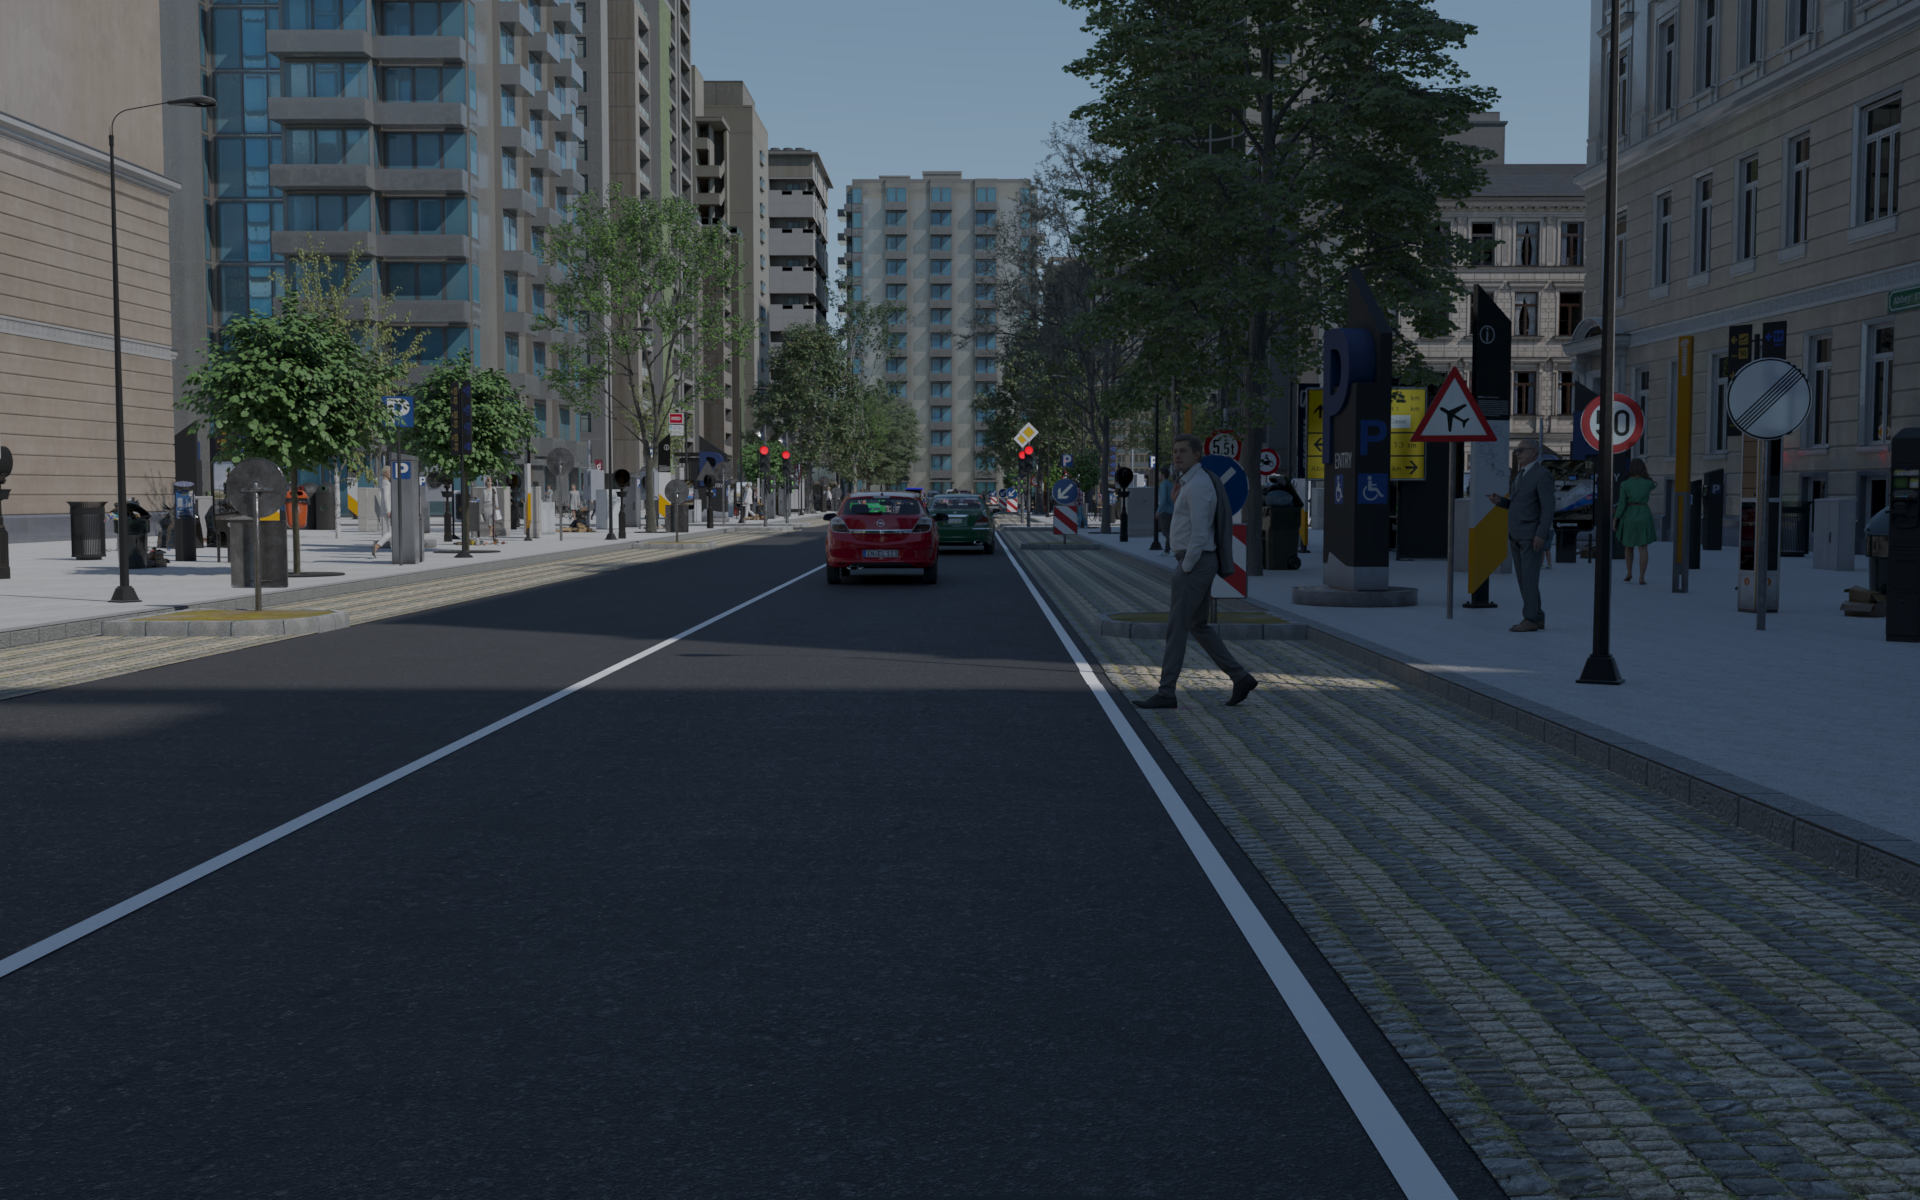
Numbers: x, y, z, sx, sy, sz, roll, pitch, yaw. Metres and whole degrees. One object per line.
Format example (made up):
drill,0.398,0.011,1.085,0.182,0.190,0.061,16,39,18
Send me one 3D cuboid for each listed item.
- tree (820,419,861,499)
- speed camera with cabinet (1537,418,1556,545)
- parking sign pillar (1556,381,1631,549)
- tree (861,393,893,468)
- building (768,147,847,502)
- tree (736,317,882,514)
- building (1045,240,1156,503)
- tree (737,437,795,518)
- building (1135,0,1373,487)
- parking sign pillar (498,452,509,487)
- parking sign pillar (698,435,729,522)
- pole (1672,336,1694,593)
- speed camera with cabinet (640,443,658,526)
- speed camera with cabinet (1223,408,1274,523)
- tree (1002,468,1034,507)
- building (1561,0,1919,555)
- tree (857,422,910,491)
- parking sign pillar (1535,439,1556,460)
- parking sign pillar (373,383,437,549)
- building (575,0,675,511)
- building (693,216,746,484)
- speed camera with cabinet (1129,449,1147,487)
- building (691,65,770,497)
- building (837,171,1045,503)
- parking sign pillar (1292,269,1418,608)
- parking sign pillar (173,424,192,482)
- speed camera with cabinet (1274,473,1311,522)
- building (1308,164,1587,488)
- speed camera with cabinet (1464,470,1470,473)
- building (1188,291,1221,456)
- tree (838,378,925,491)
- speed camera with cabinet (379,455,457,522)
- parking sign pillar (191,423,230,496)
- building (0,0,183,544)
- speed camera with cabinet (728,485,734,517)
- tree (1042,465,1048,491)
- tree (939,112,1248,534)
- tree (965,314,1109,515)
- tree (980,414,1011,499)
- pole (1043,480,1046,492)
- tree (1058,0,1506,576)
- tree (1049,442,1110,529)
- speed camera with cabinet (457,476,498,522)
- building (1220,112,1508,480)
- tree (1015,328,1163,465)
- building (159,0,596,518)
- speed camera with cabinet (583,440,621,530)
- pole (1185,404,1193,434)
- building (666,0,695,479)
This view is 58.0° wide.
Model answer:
tree,-9.892,-11.482,138.086,4.360,8.622,3.978,0,3,0
speed camera with cabinet,15.066,-3.064,44.432,0.660,3.252,2.038,1,4,20
parking sign pillar,15.074,-3.200,40.786,1.447,3.967,1.447,3,4,37
tree,-9.987,-14.634,165.024,9.928,11.665,9.643,0,3,0
building,-31.663,-41.152,262.077,27.495,52.752,28.713,0,4,0
tree,-9.864,-11.935,112.146,9.611,12.733,9.660,0,3,0
building,24.547,-35.002,264.161,23.993,40.220,32.217,0,4,0
tree,-10.600,-6.800,94.890,4.285,4.588,4.351,0,3,0
building,29.238,-45.135,176.207,20.563,71.187,20.611,0,4,0
parking sign pillar,-20.431,-5.440,77.423,1.447,3.967,1.447,-1,4,-17
parking sign pillar,-11.311,-5.558,79.341,1.447,3.967,1.447,0,4,4
pole,9.370,-1.749,22.437,0.158,3.312,0.155,0,3,0
speed camera with cabinet,-12.674,-4.491,67.762,2.038,3.252,0.660,2,4,23
speed camera with cabinet,6.430,-2.760,39.463,0.660,3.252,2.038,-1,4,-9
tree,6.222,-13.034,196.823,4.285,4.588,4.351,0,3,0
building,25.068,-15.701,42.608,13.634,28.700,20.117,0,4,0
tree,-9.410,-16.909,210.878,7.601,10.594,8.767,0,4,-3
parking sign pillar,28.714,-5.877,84.556,1.447,3.967,1.447,2,4,27
parking sign pillar,-13.278,-3.232,41.316,1.447,3.967,1.447,0,4,-2
building,-30.789,-27.695,136.401,14.154,41.232,14.086,0,4,0
building,-30.173,-24.945,179.553,14.160,30.474,14.107,0,4,0
speed camera with cabinet,8.216,-4.992,75.962,2.038,3.252,0.660,3,5,41
building,-33.842,-35.289,200.678,21.600,48.544,21.300,0,4,0
building,-2.704,-39.128,259.357,30.456,49.044,23.786,0,4,0
parking sign pillar,4.617,-1.938,20.158,1.447,3.967,1.447,0,4,-4
parking sign pillar,-28.669,-4.610,63.852,1.447,3.967,1.447,0,4,3
speed camera with cabinet,14.404,-5.036,76.671,2.038,3.252,0.660,2,4,30
building,29.304,-14.040,94.177,19.286,19.102,10.561,0,4,0
speed camera with cabinet,18.723,-4.364,65.681,2.038,3.252,0.660,1,4,12
building,24.314,-16.911,141.116,10.561,19.102,19.286,0,4,0
tree,-9.882,-17.237,188.479,9.857,13.997,8.962,0,3,0
speed camera with cabinet,-17.016,-3.670,54.346,2.038,3.252,0.660,0,4,7
parking sign pillar,-23.668,-4.135,56.086,1.447,3.967,1.447,2,4,28
building,-34.169,-15.983,47.219,20.117,28.700,13.634,0,4,0
speed camera with cabinet,-13.275,-6.363,98.371,0.660,3.252,2.038,-1,4,-14
tree,5.557,-6.411,99.421,1.663,3.219,1.824,0,3,0
tree,4.587,-8.889,55.703,12.009,13.543,11.850,0,3,0
tree,5.091,-11.714,108.528,9.611,12.733,9.660,0,3,0
tree,6.123,-17.943,219.123,9.928,11.665,9.643,0,3,0
pole,5.946,-7.806,121.479,0.158,3.312,0.155,0,3,0
tree,4.937,-6.667,27.128,7.486,12.596,7.792,0,3,0
tree,4.560,-4.296,64.843,1.663,3.219,1.824,0,3,0
speed camera with cabinet,-22.098,-5.177,78.974,2.038,3.252,0.660,-1,4,-18
building,26.364,-19.867,118.334,14.314,27.812,24.014,0,4,0
tree,6.187,-9.306,86.566,7.601,10.594,8.767,2,4,29
building,-35.918,-29.747,105.978,23.786,49.044,30.456,0,4,0
speed camera with cabinet,-13.126,-4.230,63.490,0.660,3.252,2.038,-3,4,-36
pole,5.174,-2.775,39.223,0.158,3.312,0.155,0,3,0
building,-33.595,-44.185,160.680,20.563,71.187,20.611,0,4,0
